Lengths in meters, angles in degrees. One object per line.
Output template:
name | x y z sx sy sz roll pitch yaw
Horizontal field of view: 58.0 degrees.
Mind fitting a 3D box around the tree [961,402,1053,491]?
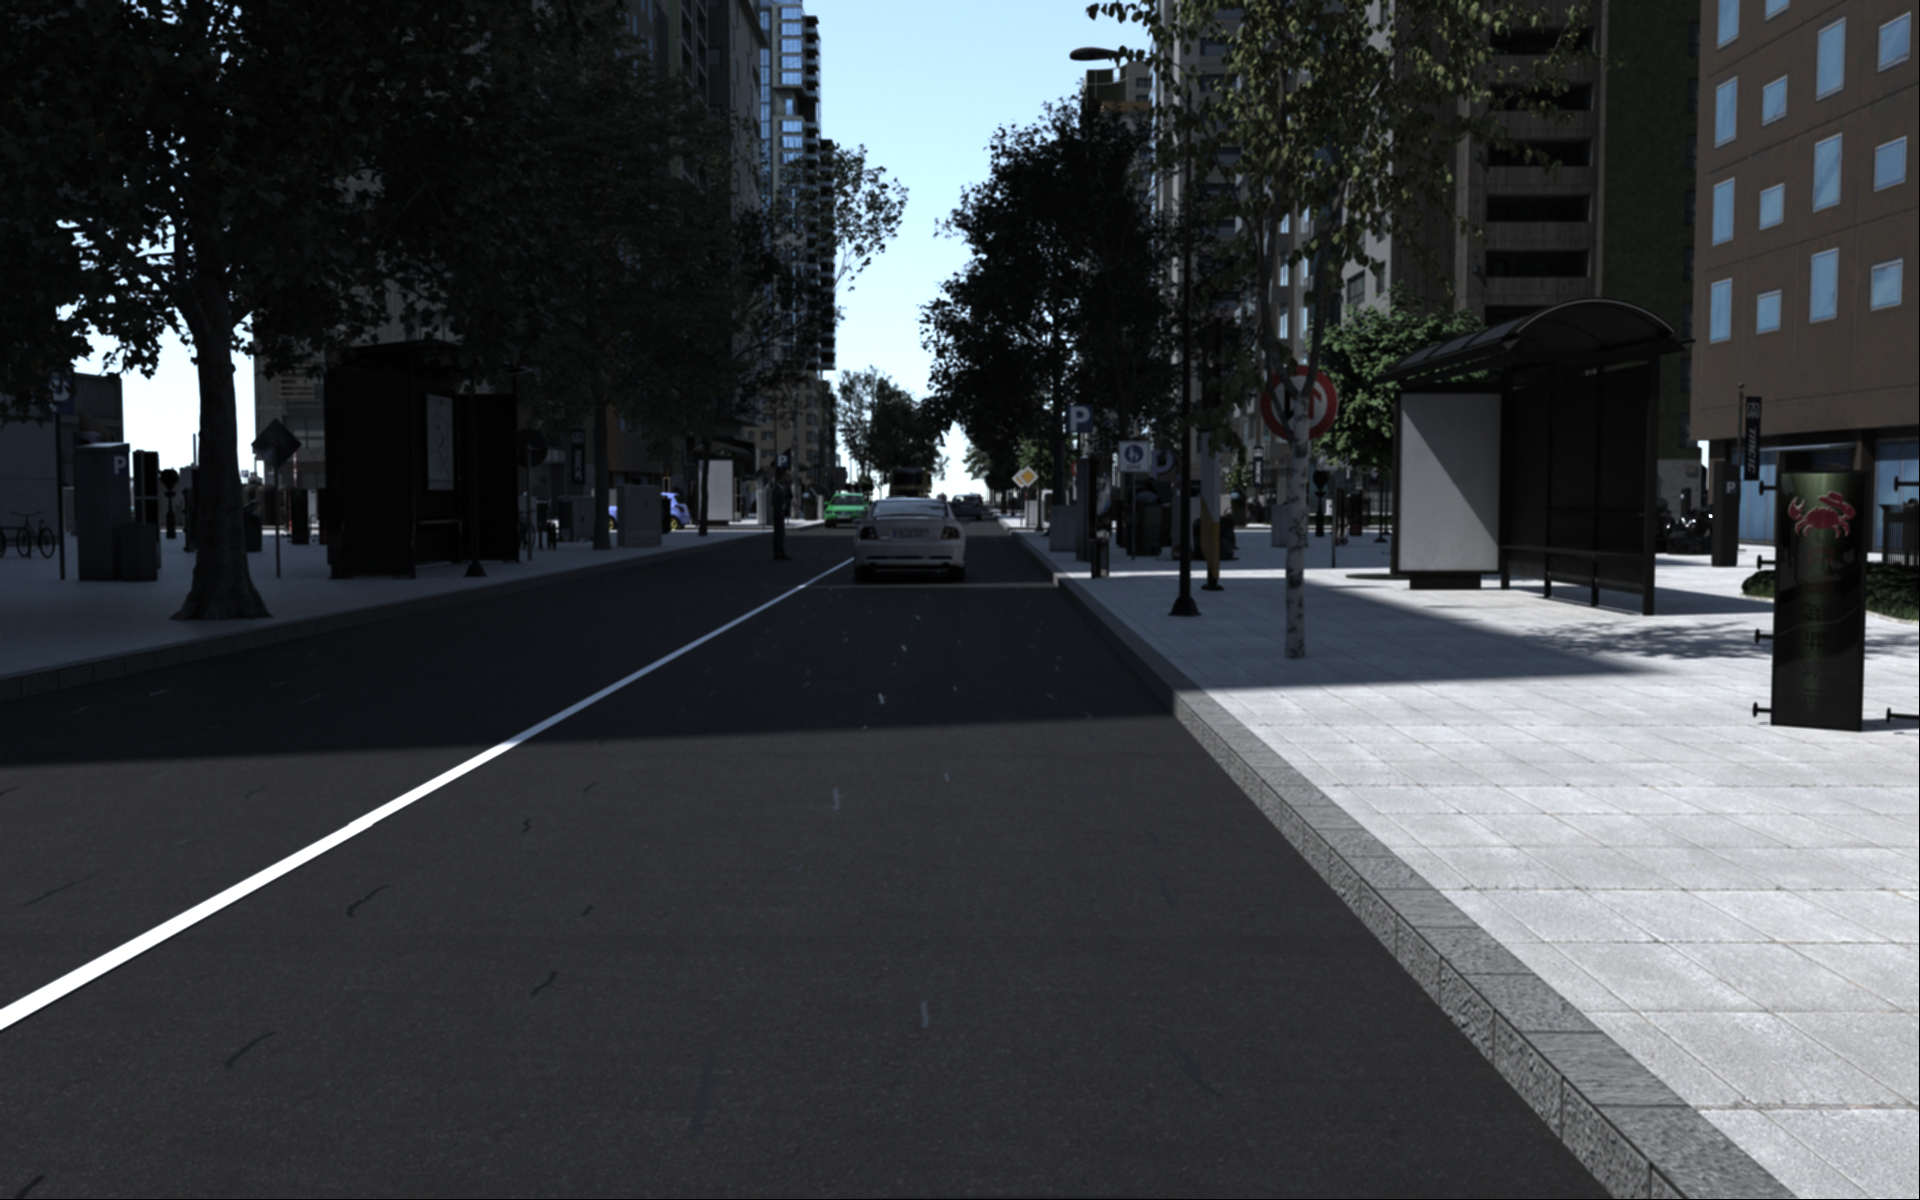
tree | 4.634 -15.279 160.188 12.009 13.543 11.850 0 3 0

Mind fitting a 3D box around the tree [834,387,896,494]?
tree | -6.701 -10.232 117.655 4.360 8.622 3.978 0 3 0

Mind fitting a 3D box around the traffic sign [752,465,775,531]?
traffic sign | -6.838 -3.461 60.225 0.795 2.450 0.064 0 4 0

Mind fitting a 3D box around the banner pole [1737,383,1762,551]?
banner pole | 17.771 -3.004 39.129 0.863 3.779 0.401 -1 4 -23

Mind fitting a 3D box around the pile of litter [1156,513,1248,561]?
pile of litter | 4.604 -1.204 33.649 1.719 0.858 1.176 0 4 2

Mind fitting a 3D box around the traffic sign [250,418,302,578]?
traffic sign | -10.429 -1.545 26.439 0.795 2.450 0.064 0 4 2

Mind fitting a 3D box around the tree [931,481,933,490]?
tree | -6.194 -18.992 294.233 4.285 4.588 4.351 0 3 0

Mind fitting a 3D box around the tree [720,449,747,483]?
tree | -17.142 -8.666 125.396 4.285 4.588 4.351 0 3 0

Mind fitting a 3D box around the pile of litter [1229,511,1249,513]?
pile of litter | 5.980 -1.627 40.563 1.176 0.858 1.719 1 4 20

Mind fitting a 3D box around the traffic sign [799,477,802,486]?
traffic sign | -11.419 -7.398 121.055 0.768 2.556 0.104 1 4 10

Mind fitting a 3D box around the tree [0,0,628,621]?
tree | -7.767 -6.164 17.791 9.611 12.733 9.660 0 3 0

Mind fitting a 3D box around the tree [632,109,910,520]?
tree | -9.655 -14.131 86.923 12.611 20.169 13.585 0 3 0

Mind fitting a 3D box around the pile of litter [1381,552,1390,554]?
pile of litter | 9.856 -1.433 37.392 1.719 0.858 1.176 -1 4 -11

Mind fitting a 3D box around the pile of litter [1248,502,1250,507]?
pile of litter | 17.891 -5.765 108.229 1.719 0.858 1.176 1 4 18

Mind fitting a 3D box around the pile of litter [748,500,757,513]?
pile of litter | -13.980 -6.385 118.358 1.719 0.858 1.176 0 4 3

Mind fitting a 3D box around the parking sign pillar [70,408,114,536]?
parking sign pillar | -26.867 -3.992 53.749 1.447 3.967 1.447 1 4 21

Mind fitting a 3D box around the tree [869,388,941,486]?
tree | -6.606 -18.202 204.260 9.857 13.997 8.962 0 3 0

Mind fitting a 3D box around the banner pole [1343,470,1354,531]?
banner pole | 13.459 -4.265 59.744 0.401 3.779 0.863 -1 4 -13

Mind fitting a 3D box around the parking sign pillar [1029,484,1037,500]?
parking sign pillar | 4.993 -7.585 112.482 1.447 3.967 1.447 1 4 10

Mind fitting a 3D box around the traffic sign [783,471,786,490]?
traffic sign | -9.834 -5.943 97.282 0.768 2.556 0.104 0 4 5

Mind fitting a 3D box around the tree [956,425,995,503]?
tree | 4.626 -23.750 244.199 12.611 20.169 13.585 0 3 0

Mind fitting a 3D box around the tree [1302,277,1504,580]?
tree | 6.579 -2.608 26.350 4.285 4.588 4.351 0 3 0

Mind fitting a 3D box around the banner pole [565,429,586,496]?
banner pole | -13.035 -4.183 58.412 0.863 3.779 0.401 -1 4 -11

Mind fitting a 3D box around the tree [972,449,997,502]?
tree | 5.687 -21.614 279.141 9.928 11.665 9.643 0 3 0

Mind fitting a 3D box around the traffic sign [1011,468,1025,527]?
traffic sign | 2.416 -3.944 68.120 0.795 2.450 0.064 0 4 0

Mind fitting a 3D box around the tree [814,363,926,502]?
tree | -7.539 -13.036 138.898 9.928 11.665 9.643 0 3 0

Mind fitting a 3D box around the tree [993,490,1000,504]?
tree | 4.820 -14.633 233.842 1.663 3.219 1.824 0 3 0

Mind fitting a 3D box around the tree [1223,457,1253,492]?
tree | 14.095 -5.694 87.703 1.663 3.219 1.824 0 3 0

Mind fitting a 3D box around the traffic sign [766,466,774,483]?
traffic sign | -8.740 -4.824 78.978 0.768 2.556 0.104 0 4 2

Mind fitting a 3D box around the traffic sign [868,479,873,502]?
traffic sign | -7.084 -8.180 133.852 0.768 2.556 0.104 1 4 9

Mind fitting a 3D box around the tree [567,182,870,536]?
tree | -7.842 -7.226 52.557 8.767 10.594 7.601 -1 4 -14

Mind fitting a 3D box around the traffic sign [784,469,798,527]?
traffic sign | -6.778 -3.949 68.209 0.795 2.450 0.064 0 4 0

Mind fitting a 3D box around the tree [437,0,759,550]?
tree | -8.697 -7.442 39.801 7.486 12.596 7.792 0 3 0

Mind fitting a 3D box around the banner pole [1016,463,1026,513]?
banner pole | 3.978 -7.627 114.716 0.863 3.779 0.401 0 4 -4

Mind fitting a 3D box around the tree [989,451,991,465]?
tree | 4.936 -15.194 198.783 4.360 8.622 3.978 0 3 0

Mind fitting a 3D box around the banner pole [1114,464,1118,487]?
banner pole | 12.298 -8.981 136.863 0.401 3.779 0.863 2 4 29

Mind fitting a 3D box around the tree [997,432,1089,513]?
tree | 3.986 -5.606 75.364 4.285 4.588 4.351 0 3 0

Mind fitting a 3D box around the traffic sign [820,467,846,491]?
traffic sign | -9.551 -8.226 128.368 2.265 3.308 0.079 0 4 1

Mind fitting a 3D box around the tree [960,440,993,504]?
tree | 3.942 -18.969 228.265 7.486 12.596 7.792 0 3 0

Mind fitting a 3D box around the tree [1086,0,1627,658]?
tree | 2.802 -3.861 13.498 4.737 8.622 4.395 0 3 0

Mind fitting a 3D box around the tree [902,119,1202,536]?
tree | 2.920 -8.287 52.498 9.611 12.733 9.660 0 3 0

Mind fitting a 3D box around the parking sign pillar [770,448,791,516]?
parking sign pillar | -10.362 -6.871 100.807 1.447 3.967 1.447 2 4 23

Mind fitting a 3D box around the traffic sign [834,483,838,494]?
traffic sign | -9.015 -7.642 125.054 0.768 2.556 0.104 1 4 8

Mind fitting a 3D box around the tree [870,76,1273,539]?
tree | 3.608 -6.396 38.984 7.601 10.594 8.767 2 4 30

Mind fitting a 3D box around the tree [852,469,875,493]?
tree | -7.421 -8.284 130.040 1.663 3.219 1.824 0 3 0

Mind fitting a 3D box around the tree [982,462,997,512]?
tree | 4.290 -8.318 119.707 4.285 4.588 4.351 0 3 0

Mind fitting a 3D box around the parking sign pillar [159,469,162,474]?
parking sign pillar | -61.742 -8.838 132.972 1.447 3.967 1.447 1 4 15

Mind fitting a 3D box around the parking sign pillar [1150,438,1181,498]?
parking sign pillar | 8.938 -5.315 75.375 1.447 3.967 1.447 3 4 36

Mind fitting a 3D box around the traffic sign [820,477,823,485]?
traffic sign | -10.433 -7.805 127.719 0.768 2.556 0.104 1 4 8

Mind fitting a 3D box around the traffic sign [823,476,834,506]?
traffic sign | -7.470 -5.885 98.355 0.606 2.300 0.079 0 4 2

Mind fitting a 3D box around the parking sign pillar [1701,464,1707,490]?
parking sign pillar | 52.691 -8.272 123.720 1.447 3.967 1.447 -2 4 -25

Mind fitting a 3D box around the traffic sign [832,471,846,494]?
traffic sign | -6.741 -5.886 96.343 0.768 2.556 0.104 0 4 7

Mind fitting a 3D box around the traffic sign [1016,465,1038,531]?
traffic sign | 2.356 -3.455 60.135 0.795 2.450 0.064 0 4 0
